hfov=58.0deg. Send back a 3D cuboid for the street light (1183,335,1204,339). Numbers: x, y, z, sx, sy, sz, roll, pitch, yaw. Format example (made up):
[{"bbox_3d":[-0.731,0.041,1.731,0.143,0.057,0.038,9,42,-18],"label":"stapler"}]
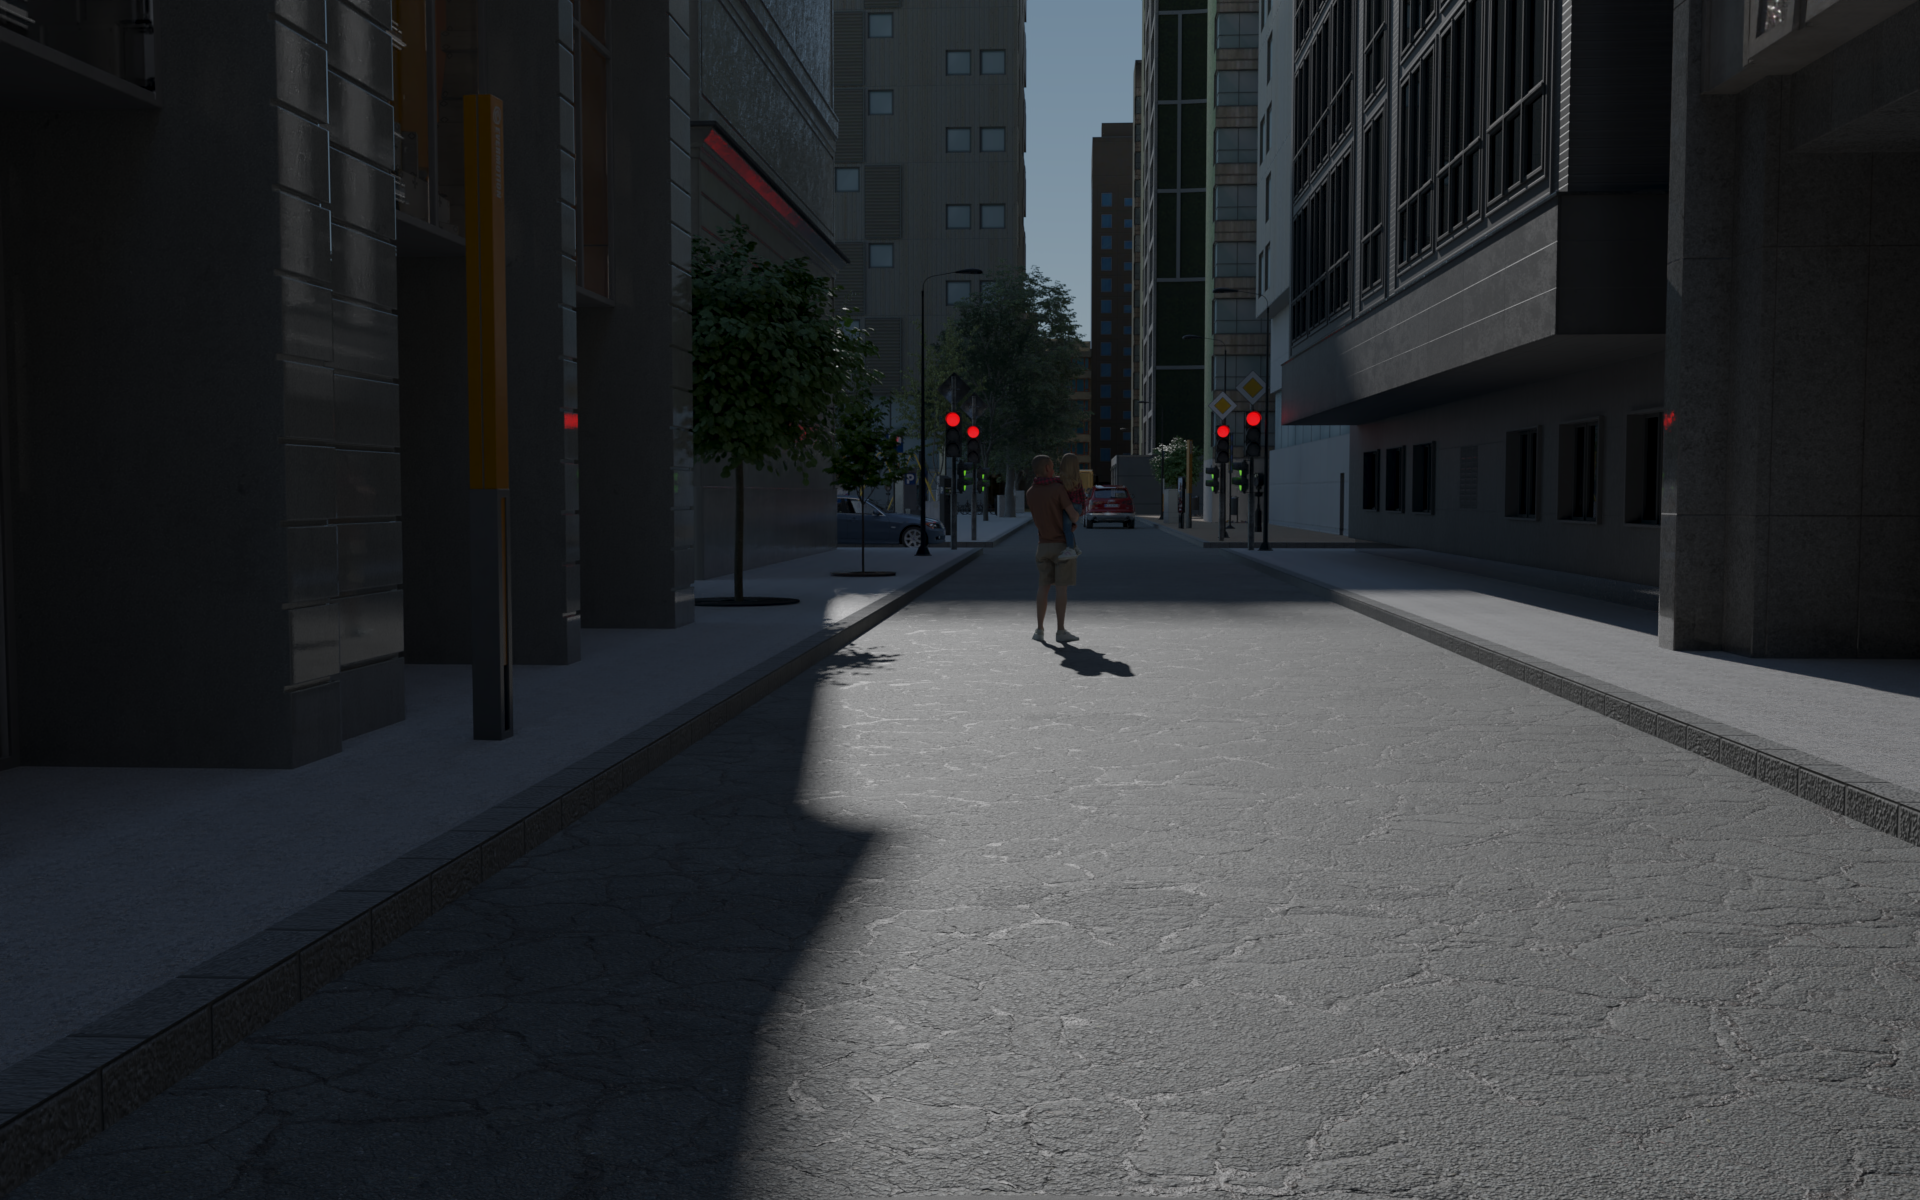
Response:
[{"bbox_3d":[7.202,-4.780,50.692,1.470,5.913,1.316,0,4,4],"label":"street light"}]

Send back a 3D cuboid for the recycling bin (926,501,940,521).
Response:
[{"bbox_3d":[-0.965,-2.929,60.439,0.722,1.027,0.722,1,4,8],"label":"recycling bin"}]

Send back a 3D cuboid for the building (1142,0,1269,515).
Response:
[{"bbox_3d":[20.746,-27.420,131.908,14.154,41.232,14.086,0,4,4],"label":"building"}]

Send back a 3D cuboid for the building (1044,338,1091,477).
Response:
[{"bbox_3d":[2.083,-22.976,220.699,28.899,21.520,27.650,0,4,4],"label":"building"}]

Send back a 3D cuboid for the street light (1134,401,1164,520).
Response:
[{"bbox_3d":[9.546,-6.965,86.414,1.470,5.913,1.316,0,4,4],"label":"street light"}]

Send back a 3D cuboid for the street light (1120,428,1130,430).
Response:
[{"bbox_3d":[12.010,-9.165,122.385,1.470,5.913,1.316,0,4,4],"label":"street light"}]

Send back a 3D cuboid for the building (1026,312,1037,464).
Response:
[{"bbox_3d":[-6.160,-20.860,186.107,28.899,21.520,27.650,0,4,4],"label":"building"}]

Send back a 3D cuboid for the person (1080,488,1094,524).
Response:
[{"bbox_3d":[6.045,-4.437,81.803,0.760,1.731,0.466,-3,4,-38],"label":"person"}]

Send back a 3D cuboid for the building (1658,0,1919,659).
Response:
[{"bbox_3d":[11.197,-11.344,3.491,12.078,24.808,19.932,0,4,4],"label":"building"}]

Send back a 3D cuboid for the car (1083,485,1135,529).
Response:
[{"bbox_3d":[6.275,-3.949,73.234,2.281,1.827,5.304,0,4,2],"label":"car"}]

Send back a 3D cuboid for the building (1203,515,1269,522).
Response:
[{"bbox_3d":[18.843,-24.454,83.426,14.154,41.232,14.086,0,4,4],"label":"building"}]

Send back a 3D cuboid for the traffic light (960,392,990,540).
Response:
[{"bbox_3d":[0.404,-3.603,47.824,0.839,4.253,0.868,0,4,4],"label":"traffic light"}]

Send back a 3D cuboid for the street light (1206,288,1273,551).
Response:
[{"bbox_3d":[6.379,-4.071,39.095,1.470,5.913,1.316,0,4,4],"label":"street light"}]

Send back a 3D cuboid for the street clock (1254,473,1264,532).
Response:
[{"bbox_3d":[10.054,-3.287,58.316,0.358,2.002,0.471,-1,4,-16],"label":"street clock"}]

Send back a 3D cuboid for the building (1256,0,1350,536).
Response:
[{"bbox_3d":[24.455,-28.638,57.469,27.495,52.752,28.713,0,4,4],"label":"building"}]

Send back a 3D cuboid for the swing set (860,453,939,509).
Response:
[{"bbox_3d":[-2.452,-4.183,66.015,2.862,2.851,3.119,2,4,24],"label":"swing set"}]

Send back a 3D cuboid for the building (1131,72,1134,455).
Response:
[{"bbox_3d":[23.526,-29.534,166.472,14.154,41.232,14.086,0,4,4],"label":"building"}]

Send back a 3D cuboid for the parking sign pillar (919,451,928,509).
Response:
[{"bbox_3d":[-2.312,-7.337,108.433,1.447,3.967,1.447,0,4,5],"label":"parking sign pillar"}]

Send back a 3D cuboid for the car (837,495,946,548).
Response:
[{"bbox_3d":[-2.610,-1.986,44.478,4.499,1.417,2.014,0,4,3],"label":"car"}]

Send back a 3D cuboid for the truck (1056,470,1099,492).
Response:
[{"bbox_3d":[9.263,-8.674,137.744,3.469,3.379,9.791,0,4,5],"label":"truck"}]

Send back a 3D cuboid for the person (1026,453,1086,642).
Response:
[{"bbox_3d":[0.958,-0.518,16.947,0.580,1.828,0.573,-1,4,-9],"label":"person"}]

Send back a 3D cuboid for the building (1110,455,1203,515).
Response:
[{"bbox_3d":[20.262,-41.097,110.186,20.563,71.187,20.611,0,4,4],"label":"building"}]

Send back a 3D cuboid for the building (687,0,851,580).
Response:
[{"bbox_3d":[-17.529,-12.227,33.196,30.059,22.955,16.112,0,4,4],"label":"building"}]

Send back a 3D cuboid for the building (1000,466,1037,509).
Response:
[{"bbox_3d":[-2.654,-44.163,160.310,20.563,71.187,20.611,0,4,4],"label":"building"}]

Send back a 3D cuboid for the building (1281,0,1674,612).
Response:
[{"bbox_3d":[13.454,-14.225,26.091,14.314,27.812,24.014,0,4,4],"label":"building"}]

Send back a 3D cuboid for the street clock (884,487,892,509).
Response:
[{"bbox_3d":[-5.017,-7.118,120.956,0.471,2.002,0.358,1,4,19],"label":"street clock"}]

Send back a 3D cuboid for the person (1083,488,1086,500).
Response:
[{"bbox_3d":[8.796,-6.982,122.538,0.514,1.842,0.818,-1,4,-13],"label":"person"}]

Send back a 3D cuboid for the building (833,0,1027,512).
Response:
[{"bbox_3d":[-8.469,-33.484,136.701,28.713,52.752,27.495,0,4,4],"label":"building"}]

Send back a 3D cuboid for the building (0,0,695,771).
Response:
[{"bbox_3d":[-8.991,-13.738,2.105,11.434,29.767,29.804,0,4,4],"label":"building"}]

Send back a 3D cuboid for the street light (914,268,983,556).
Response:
[{"bbox_3d":[-0.228,-3.869,35.793,1.470,5.913,1.316,0,4,4],"label":"street light"}]

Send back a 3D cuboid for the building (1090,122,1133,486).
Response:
[{"bbox_3d":[23.138,-34.354,211.794,14.200,45.320,14.600,0,4,4],"label":"building"}]
